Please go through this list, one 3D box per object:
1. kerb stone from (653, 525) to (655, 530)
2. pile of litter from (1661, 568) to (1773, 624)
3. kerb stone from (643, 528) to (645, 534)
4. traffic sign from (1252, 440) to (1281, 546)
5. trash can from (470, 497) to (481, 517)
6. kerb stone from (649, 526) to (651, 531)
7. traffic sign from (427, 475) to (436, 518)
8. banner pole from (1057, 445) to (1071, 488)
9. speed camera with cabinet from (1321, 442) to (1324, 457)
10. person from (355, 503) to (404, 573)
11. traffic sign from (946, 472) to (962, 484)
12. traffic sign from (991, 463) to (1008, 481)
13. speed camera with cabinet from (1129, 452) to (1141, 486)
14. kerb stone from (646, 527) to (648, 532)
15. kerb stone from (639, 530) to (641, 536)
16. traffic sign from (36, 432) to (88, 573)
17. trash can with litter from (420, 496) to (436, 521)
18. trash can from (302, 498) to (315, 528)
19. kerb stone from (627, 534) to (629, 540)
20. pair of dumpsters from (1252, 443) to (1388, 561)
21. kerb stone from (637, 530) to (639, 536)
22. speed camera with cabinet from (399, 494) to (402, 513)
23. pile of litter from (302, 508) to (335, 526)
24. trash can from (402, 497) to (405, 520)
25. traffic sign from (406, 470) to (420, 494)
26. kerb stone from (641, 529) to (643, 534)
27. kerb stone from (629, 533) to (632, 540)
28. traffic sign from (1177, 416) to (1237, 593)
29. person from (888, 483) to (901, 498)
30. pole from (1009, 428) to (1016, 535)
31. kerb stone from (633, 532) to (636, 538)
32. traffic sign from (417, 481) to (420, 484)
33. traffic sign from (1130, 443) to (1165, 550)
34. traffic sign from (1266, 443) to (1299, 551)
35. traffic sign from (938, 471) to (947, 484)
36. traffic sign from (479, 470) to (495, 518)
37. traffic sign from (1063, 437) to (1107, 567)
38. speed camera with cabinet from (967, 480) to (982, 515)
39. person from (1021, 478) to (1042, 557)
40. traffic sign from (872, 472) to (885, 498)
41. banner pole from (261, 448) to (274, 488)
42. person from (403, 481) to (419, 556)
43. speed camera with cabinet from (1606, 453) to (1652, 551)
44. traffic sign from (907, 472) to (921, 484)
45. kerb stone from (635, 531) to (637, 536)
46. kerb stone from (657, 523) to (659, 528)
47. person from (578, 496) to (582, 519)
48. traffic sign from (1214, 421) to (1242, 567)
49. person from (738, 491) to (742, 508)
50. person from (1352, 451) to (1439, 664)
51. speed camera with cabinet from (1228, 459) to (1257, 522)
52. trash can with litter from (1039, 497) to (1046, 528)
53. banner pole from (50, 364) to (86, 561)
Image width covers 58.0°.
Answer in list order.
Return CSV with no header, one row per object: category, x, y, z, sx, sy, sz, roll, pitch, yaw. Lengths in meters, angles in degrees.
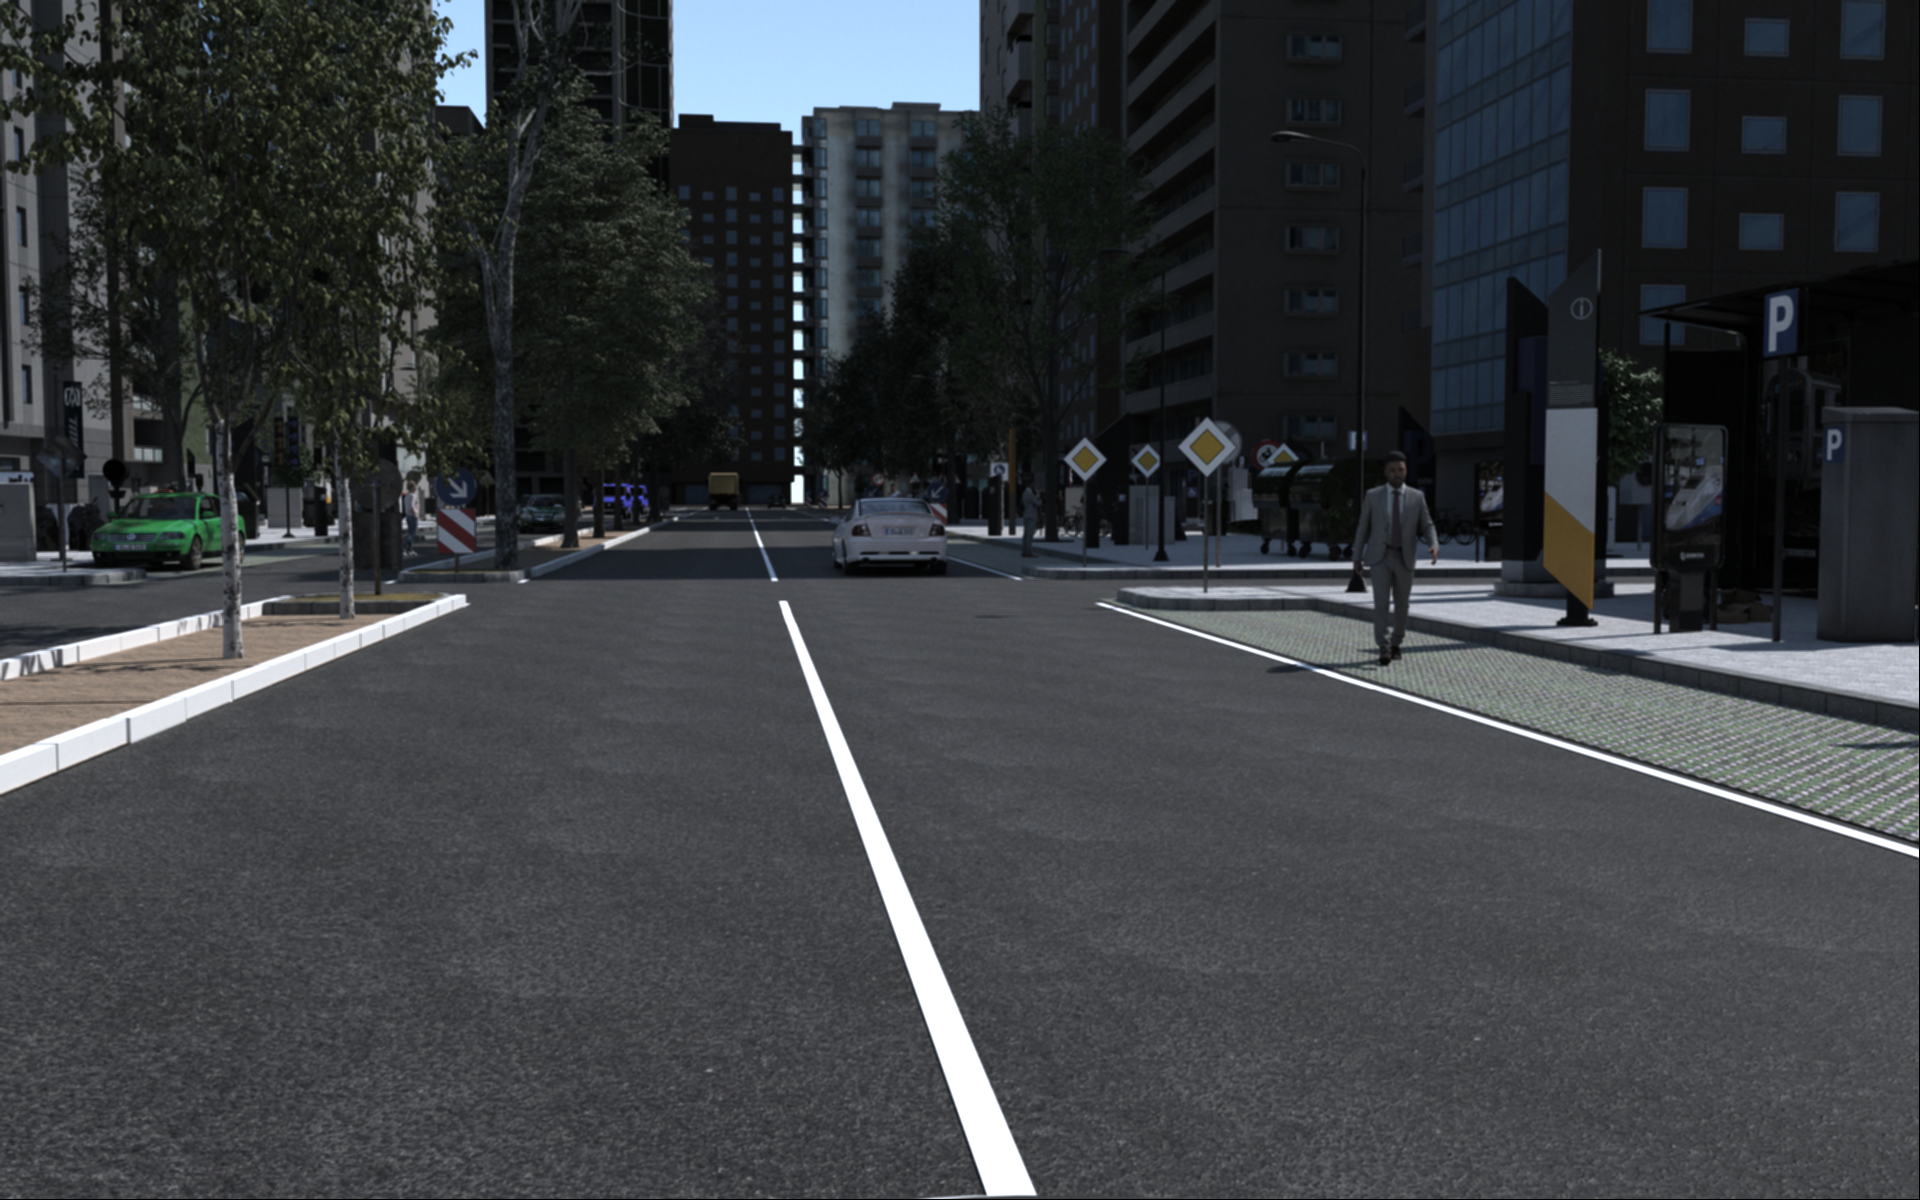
kerb stone,-12.145,-2.795,67.899,0.120,0.150,1.000,0,4,-7
pile of litter,7.852,-0.235,17.804,1.719,0.858,1.176,-3,4,-39
kerb stone,-11.249,-2.359,60.783,0.120,0.150,1.000,0,4,-7
traffic sign,7.224,-2.482,40.680,0.768,2.556,0.104,0,4,1
trash can,-26.788,-5.142,95.722,0.748,1.137,0.748,0,3,0
kerb stone,-11.766,-2.609,64.845,0.120,0.150,1.000,0,4,-7
traffic sign,-28.185,-5.669,92.797,0.768,2.556,0.104,0,4,-4
banner pole,5.397,-6.060,89.096,0.863,3.779,0.401,-1,4,-8
speed camera with cabinet,14.384,-4.405,66.365,2.038,3.252,0.660,-1,4,-19
person,-10.373,-1.377,30.992,0.713,1.824,0.794,2,4,35
traffic sign,-0.322,-5.675,92.795,0.884,2.594,0.081,0,4,-5
traffic sign,1.273,-3.296,56.023,0.606,2.300,0.079,0,4,-2
speed camera with cabinet,7.384,-5.290,80.829,2.038,3.252,0.660,2,4,26
kerb stone,-11.510,-2.484,62.812,0.120,0.150,1.000,0,4,-7
kerb stone,-11.001,-2.236,58.750,0.120,0.150,1.000,0,4,-7
traffic sign,-14.631,-1.505,28.245,0.795,2.450,0.064,0,4,-7
trash can with litter,-24.692,-4.341,82.036,2.233,1.210,1.678,-1,4,-9
trash can,-24.898,-3.356,66.518,0.748,1.137,0.748,0,3,0
kerb stone,-10.230,-1.863,52.659,0.120,0.150,1.000,0,4,-7
pair of dumpsters,7.290,-1.988,35.004,1.574,2.255,4.437,0,4,-7
kerb stone,-10.875,-2.174,57.735,0.120,0.150,1.000,0,4,-7
speed camera with cabinet,-27.545,-5.411,82.810,0.660,3.252,2.038,1,4,17
pile of litter,-26.006,-3.424,69.947,1.176,0.858,1.719,3,5,41
trash can,-28.235,-4.610,87.026,0.748,1.137,0.748,0,3,0
traffic sign,-28.942,-5.603,91.715,0.768,2.556,0.104,0,4,-3
kerb stone,-11.121,-2.296,59.765,0.120,0.150,1.000,0,4,-7
kerb stone,-10.352,-1.925,53.674,0.120,0.150,1.000,0,4,-7
traffic sign,3.184,-1.148,22.418,0.795,2.450,0.064,0,4,-7
person,-2.350,-3.203,60.956,0.616,1.811,0.778,2,4,26
pole,1.632,-3.674,53.913,0.158,3.312,0.155,0,3,0
kerb stone,-10.607,-2.049,55.704,0.120,0.150,1.000,0,4,-7
traffic sign,-29.498,-5.712,93.504,0.768,2.556,0.104,0,4,-4
traffic sign,4.279,-2.350,39.609,0.795,2.450,0.064,0,4,-5
traffic sign,7.271,-2.312,38.987,0.795,2.450,0.064,0,4,-3
traffic sign,-0.964,-5.749,93.993,0.884,2.594,0.081,0,4,-3
traffic sign,-25.416,-5.699,93.190,0.884,2.594,0.081,0,4,-6
traffic sign,2.183,-1.633,30.341,0.795,2.450,0.064,0,4,-7
speed camera with cabinet,0.789,-6.831,106.025,2.038,3.252,0.660,-1,4,-18
person,1.637,-1.860,39.097,0.466,1.800,0.511,-2,4,-29
traffic sign,-4.721,-6.148,100.623,0.768,2.556,0.104,0,4,-4
banner pole,-37.270,-6.326,93.439,0.401,3.779,0.863,3,5,43
person,-12.738,-1.887,40.022,0.731,1.740,0.598,3,5,39
speed camera with cabinet,14.644,-2.726,38.909,2.038,3.252,0.660,-1,4,-11
traffic sign,-2.469,-5.783,94.550,0.884,2.594,0.081,0,4,-2
kerb stone,-10.742,-2.112,56.721,0.120,0.150,1.000,0,4,-7
kerb stone,-12.535,-2.979,70.947,0.120,0.150,1.000,0,4,-7
person,-22.052,-5.357,100.330,0.306,1.304,0.590,1,4,21
traffic sign,4.532,-1.847,30.306,0.768,2.556,0.104,0,4,-4
person,-23.030,-10.442,179.773,0.990,1.755,0.434,1,4,18
person,3.678,-0.360,14.666,0.678,1.792,0.850,0,4,8
speed camera with cabinet,9.770,-4.003,59.780,0.660,3.252,2.038,0,4,-4
trash can with litter,3.171,-3.276,64.945,0.624,1.170,1.055,0,4,5
banner pole,-17.334,-2.669,33.660,0.401,3.779,0.863,1,4,18
